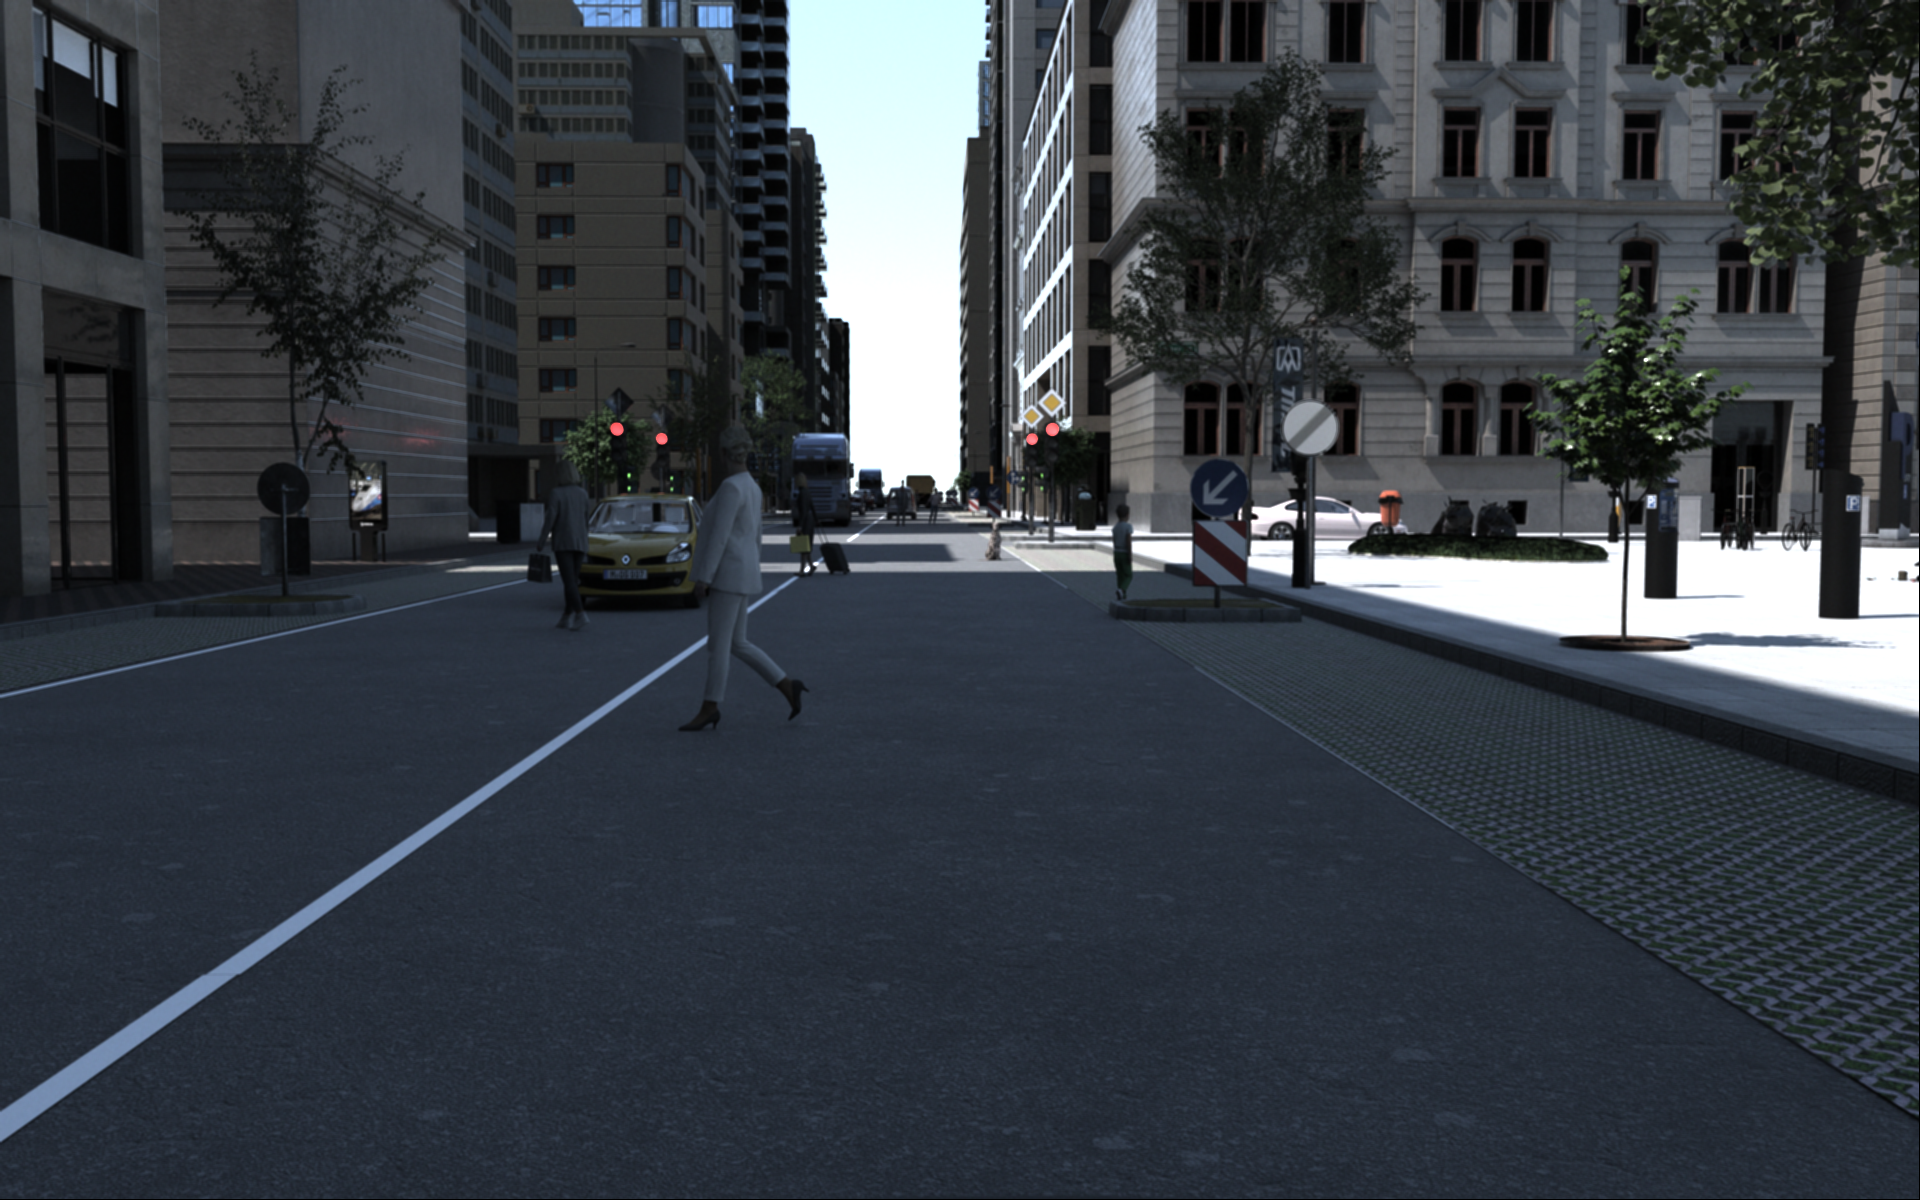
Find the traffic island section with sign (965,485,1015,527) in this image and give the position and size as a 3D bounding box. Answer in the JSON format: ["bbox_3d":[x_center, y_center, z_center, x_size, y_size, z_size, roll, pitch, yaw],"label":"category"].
[{"bbox_3d":[1.356,-4.129,76.131,1.989,1.847,2.006,0,4,-1],"label":"traffic island section with sign"}]

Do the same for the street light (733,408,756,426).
[{"bbox_3d":[-11.643,-7.382,93.238,1.470,5.913,1.316,0,4,-1],"label":"street light"}]

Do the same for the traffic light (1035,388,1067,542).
[{"bbox_3d":[2.407,-3.485,45.895,0.839,4.253,0.868,0,4,-1],"label":"traffic light"}]

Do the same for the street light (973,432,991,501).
[{"bbox_3d":[1.730,-9.572,129.036,1.470,5.913,1.316,0,4,-1],"label":"street light"}]

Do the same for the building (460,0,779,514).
[{"bbox_3d":[-31.364,-27.397,139.815,32.217,40.220,23.993,0,4,-1],"label":"building"}]

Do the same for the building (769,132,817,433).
[{"bbox_3d":[-23.268,-31.032,190.963,14.154,41.232,14.086,0,4,-1],"label":"building"}]

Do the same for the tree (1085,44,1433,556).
[{"bbox_3d":[6.199,-6.182,35.494,7.601,10.594,8.767,-1,4,-17],"label":"tree"}]

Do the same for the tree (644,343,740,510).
[{"bbox_3d":[-12.715,-8.136,83.390,4.737,8.622,4.395,0,3,0],"label":"tree"}]

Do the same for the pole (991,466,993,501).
[{"bbox_3d":[2.326,-8.075,125.871,0.158,3.312,0.155,0,3,0],"label":"pole"}]

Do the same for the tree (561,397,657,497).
[{"bbox_3d":[-11.777,-4.576,58.527,4.285,4.588,4.351,0,3,0],"label":"tree"}]

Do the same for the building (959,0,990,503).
[{"bbox_3d":[11.398,-57.325,249.927,22.319,86.520,31.000,0,4,-1],"label":"building"}]

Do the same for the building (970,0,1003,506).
[{"bbox_3d":[11.755,-46.152,192.836,20.563,71.187,20.611,0,4,-1],"label":"building"}]

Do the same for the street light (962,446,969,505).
[{"bbox_3d":[0.898,-11.831,165.982,1.470,5.913,1.316,0,4,-1],"label":"street light"}]

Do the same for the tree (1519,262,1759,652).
[{"bbox_3d":[5.596,-1.226,14.644,1.663,3.219,1.824,0,3,0],"label":"tree"}]

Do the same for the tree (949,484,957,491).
[{"bbox_3d":[-0.910,-17.054,273.426,1.663,3.219,1.824,0,3,0],"label":"tree"}]

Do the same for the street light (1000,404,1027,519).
[{"bbox_3d":[2.754,-7.175,89.859,1.470,5.913,1.316,0,4,-1],"label":"street light"}]

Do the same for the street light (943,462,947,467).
[{"bbox_3d":[-1.272,-16.886,248.631,1.470,5.913,1.316,0,4,-1],"label":"street light"}]

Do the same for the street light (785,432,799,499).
[{"bbox_3d":[-12.540,-9.628,129.961,1.470,5.913,1.316,0,4,-1],"label":"street light"}]

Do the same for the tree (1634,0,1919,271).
[{"bbox_3d":[6.569,-5.437,7.023,7.486,12.596,7.792,0,3,0],"label":"tree"}]

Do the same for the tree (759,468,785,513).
[{"bbox_3d":[-13.408,-7.575,118.450,1.663,3.219,1.824,0,3,0],"label":"tree"}]

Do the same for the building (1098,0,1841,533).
[{"bbox_3d":[17.187,-16.809,62.211,23.554,28.519,14.401,0,4,-1],"label":"building"}]

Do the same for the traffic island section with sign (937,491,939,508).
[{"bbox_3d":[-1.309,-10.540,180.955,1.989,1.847,2.006,0,4,-1],"label":"traffic island section with sign"}]

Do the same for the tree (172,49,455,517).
[{"bbox_3d":[-11.118,-4.851,29.671,4.360,8.622,3.978,0,3,0],"label":"tree"}]

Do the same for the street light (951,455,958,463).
[{"bbox_3d":[-0.116,-14.253,205.571,1.470,5.913,1.316,0,4,-1],"label":"street light"}]

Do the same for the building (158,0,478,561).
[{"bbox_3d":[-24.079,-11.998,37.965,24.055,21.916,13.314,0,4,-1],"label":"building"}]

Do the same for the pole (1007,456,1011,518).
[{"bbox_3d":[2.648,-6.123,93.948,0.158,3.312,0.155,0,3,0],"label":"pole"}]

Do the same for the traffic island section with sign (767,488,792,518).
[{"bbox_3d":[-10.468,-5.806,103.552,1.989,1.847,2.006,0,4,-1],"label":"traffic island section with sign"}]

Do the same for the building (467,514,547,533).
[{"bbox_3d":[-30.398,-22.797,64.614,32.217,40.220,23.993,0,4,-1],"label":"building"}]

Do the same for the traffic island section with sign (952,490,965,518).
[{"bbox_3d":[0.675,-5.786,103.230,1.989,1.847,2.006,0,4,-1],"label":"traffic island section with sign"}]

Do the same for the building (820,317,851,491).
[{"bbox_3d":[-24.969,-31.035,279.130,14.160,30.474,14.107,0,4,-1],"label":"building"}]

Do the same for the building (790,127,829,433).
[{"bbox_3d":[-28.801,-37.172,227.365,23.786,49.044,30.456,0,4,-1],"label":"building"}]

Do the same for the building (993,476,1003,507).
[{"bbox_3d":[19.383,-29.347,171.698,32.217,40.220,23.993,0,4,-1],"label":"building"}]

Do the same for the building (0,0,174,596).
[{"bbox_3d":[-21.014,-12.450,8.080,19.350,26.468,34.151,0,4,-1],"label":"building"}]

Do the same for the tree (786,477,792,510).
[{"bbox_3d":[-13.613,-9.015,142.004,1.663,3.219,1.824,0,3,0],"label":"tree"}]

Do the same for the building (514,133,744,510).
[{"bbox_3d":[-27.732,-15.572,99.645,27.650,21.520,28.899,0,4,-1],"label":"building"}]

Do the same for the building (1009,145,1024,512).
[{"bbox_3d":[10.684,-20.366,118.880,13.634,28.700,20.117,0,4,-1],"label":"building"}]

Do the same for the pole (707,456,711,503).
[{"bbox_3d":[-13.431,-6.050,92.762,0.158,3.312,0.155,0,3,0],"label":"pole"}]

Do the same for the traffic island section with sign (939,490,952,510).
[{"bbox_3d":[-0.626,-8.892,154.008,1.989,1.847,2.006,0,4,-1],"label":"traffic island section with sign"}]

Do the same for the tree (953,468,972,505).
[{"bbox_3d":[0.730,-13.983,212.335,4.285,4.588,4.351,0,3,0],"label":"tree"}]

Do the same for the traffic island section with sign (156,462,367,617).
[{"bbox_3d":[-8.367,-0.759,21.033,1.989,1.847,2.006,0,4,-1],"label":"traffic island section with sign"}]

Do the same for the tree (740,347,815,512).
[{"bbox_3d":[-14.088,-12.116,123.852,9.928,11.665,9.643,0,3,0],"label":"tree"}]

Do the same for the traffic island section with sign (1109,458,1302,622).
[{"bbox_3d":[2.776,-0.704,20.143,1.989,1.847,2.006,0,4,-1],"label":"traffic island section with sign"}]

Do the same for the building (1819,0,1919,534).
[{"bbox_3d":[41.556,-16.132,61.021,25.104,27.353,12.463,0,4,-1],"label":"building"}]

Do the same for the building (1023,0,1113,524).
[{"bbox_3d":[13.997,-17.551,91.476,19.350,26.468,34.151,0,4,-1],"label":"building"}]

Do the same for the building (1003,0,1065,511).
[{"bbox_3d":[14.097,-36.877,144.943,21.231,58.520,28.212,0,4,-1],"label":"building"}]

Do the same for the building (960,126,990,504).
[{"bbox_3d":[11.268,-36.750,224.563,21.300,48.544,21.600,0,4,-1],"label":"building"}]

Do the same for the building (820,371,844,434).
[{"bbox_3d":[-31.660,-25.243,257.764,27.650,21.520,28.899,0,4,-1],"label":"building"}]

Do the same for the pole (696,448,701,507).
[{"bbox_3d":[-11.519,-5.044,76.319,0.158,3.312,0.155,0,3,0],"label":"pole"}]

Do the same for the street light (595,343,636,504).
[{"bbox_3d":[-10.688,-4.953,53.518,1.470,5.913,1.316,0,4,-1],"label":"street light"}]

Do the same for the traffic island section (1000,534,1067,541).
[{"bbox_3d":[2.245,-1.940,53.992,2.009,0.180,2.903,0,4,-1],"label":"traffic island section"}]

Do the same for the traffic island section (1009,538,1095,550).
[{"bbox_3d":[2.447,-1.451,46.010,2.009,0.180,2.903,0,4,-1],"label":"traffic island section"}]

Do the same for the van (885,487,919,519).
[{"bbox_3d":[-3.355,-5.670,99.715,2.013,2.044,4.112,0,4,0],"label":"van"}]

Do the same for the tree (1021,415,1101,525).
[{"bbox_3d":[4.163,-5.384,71.749,4.285,4.588,4.351,0,3,0],"label":"tree"}]

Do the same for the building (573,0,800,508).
[{"bbox_3d":[-26.413,-52.224,166.531,22.319,86.520,31.000,0,4,-1],"label":"building"}]
